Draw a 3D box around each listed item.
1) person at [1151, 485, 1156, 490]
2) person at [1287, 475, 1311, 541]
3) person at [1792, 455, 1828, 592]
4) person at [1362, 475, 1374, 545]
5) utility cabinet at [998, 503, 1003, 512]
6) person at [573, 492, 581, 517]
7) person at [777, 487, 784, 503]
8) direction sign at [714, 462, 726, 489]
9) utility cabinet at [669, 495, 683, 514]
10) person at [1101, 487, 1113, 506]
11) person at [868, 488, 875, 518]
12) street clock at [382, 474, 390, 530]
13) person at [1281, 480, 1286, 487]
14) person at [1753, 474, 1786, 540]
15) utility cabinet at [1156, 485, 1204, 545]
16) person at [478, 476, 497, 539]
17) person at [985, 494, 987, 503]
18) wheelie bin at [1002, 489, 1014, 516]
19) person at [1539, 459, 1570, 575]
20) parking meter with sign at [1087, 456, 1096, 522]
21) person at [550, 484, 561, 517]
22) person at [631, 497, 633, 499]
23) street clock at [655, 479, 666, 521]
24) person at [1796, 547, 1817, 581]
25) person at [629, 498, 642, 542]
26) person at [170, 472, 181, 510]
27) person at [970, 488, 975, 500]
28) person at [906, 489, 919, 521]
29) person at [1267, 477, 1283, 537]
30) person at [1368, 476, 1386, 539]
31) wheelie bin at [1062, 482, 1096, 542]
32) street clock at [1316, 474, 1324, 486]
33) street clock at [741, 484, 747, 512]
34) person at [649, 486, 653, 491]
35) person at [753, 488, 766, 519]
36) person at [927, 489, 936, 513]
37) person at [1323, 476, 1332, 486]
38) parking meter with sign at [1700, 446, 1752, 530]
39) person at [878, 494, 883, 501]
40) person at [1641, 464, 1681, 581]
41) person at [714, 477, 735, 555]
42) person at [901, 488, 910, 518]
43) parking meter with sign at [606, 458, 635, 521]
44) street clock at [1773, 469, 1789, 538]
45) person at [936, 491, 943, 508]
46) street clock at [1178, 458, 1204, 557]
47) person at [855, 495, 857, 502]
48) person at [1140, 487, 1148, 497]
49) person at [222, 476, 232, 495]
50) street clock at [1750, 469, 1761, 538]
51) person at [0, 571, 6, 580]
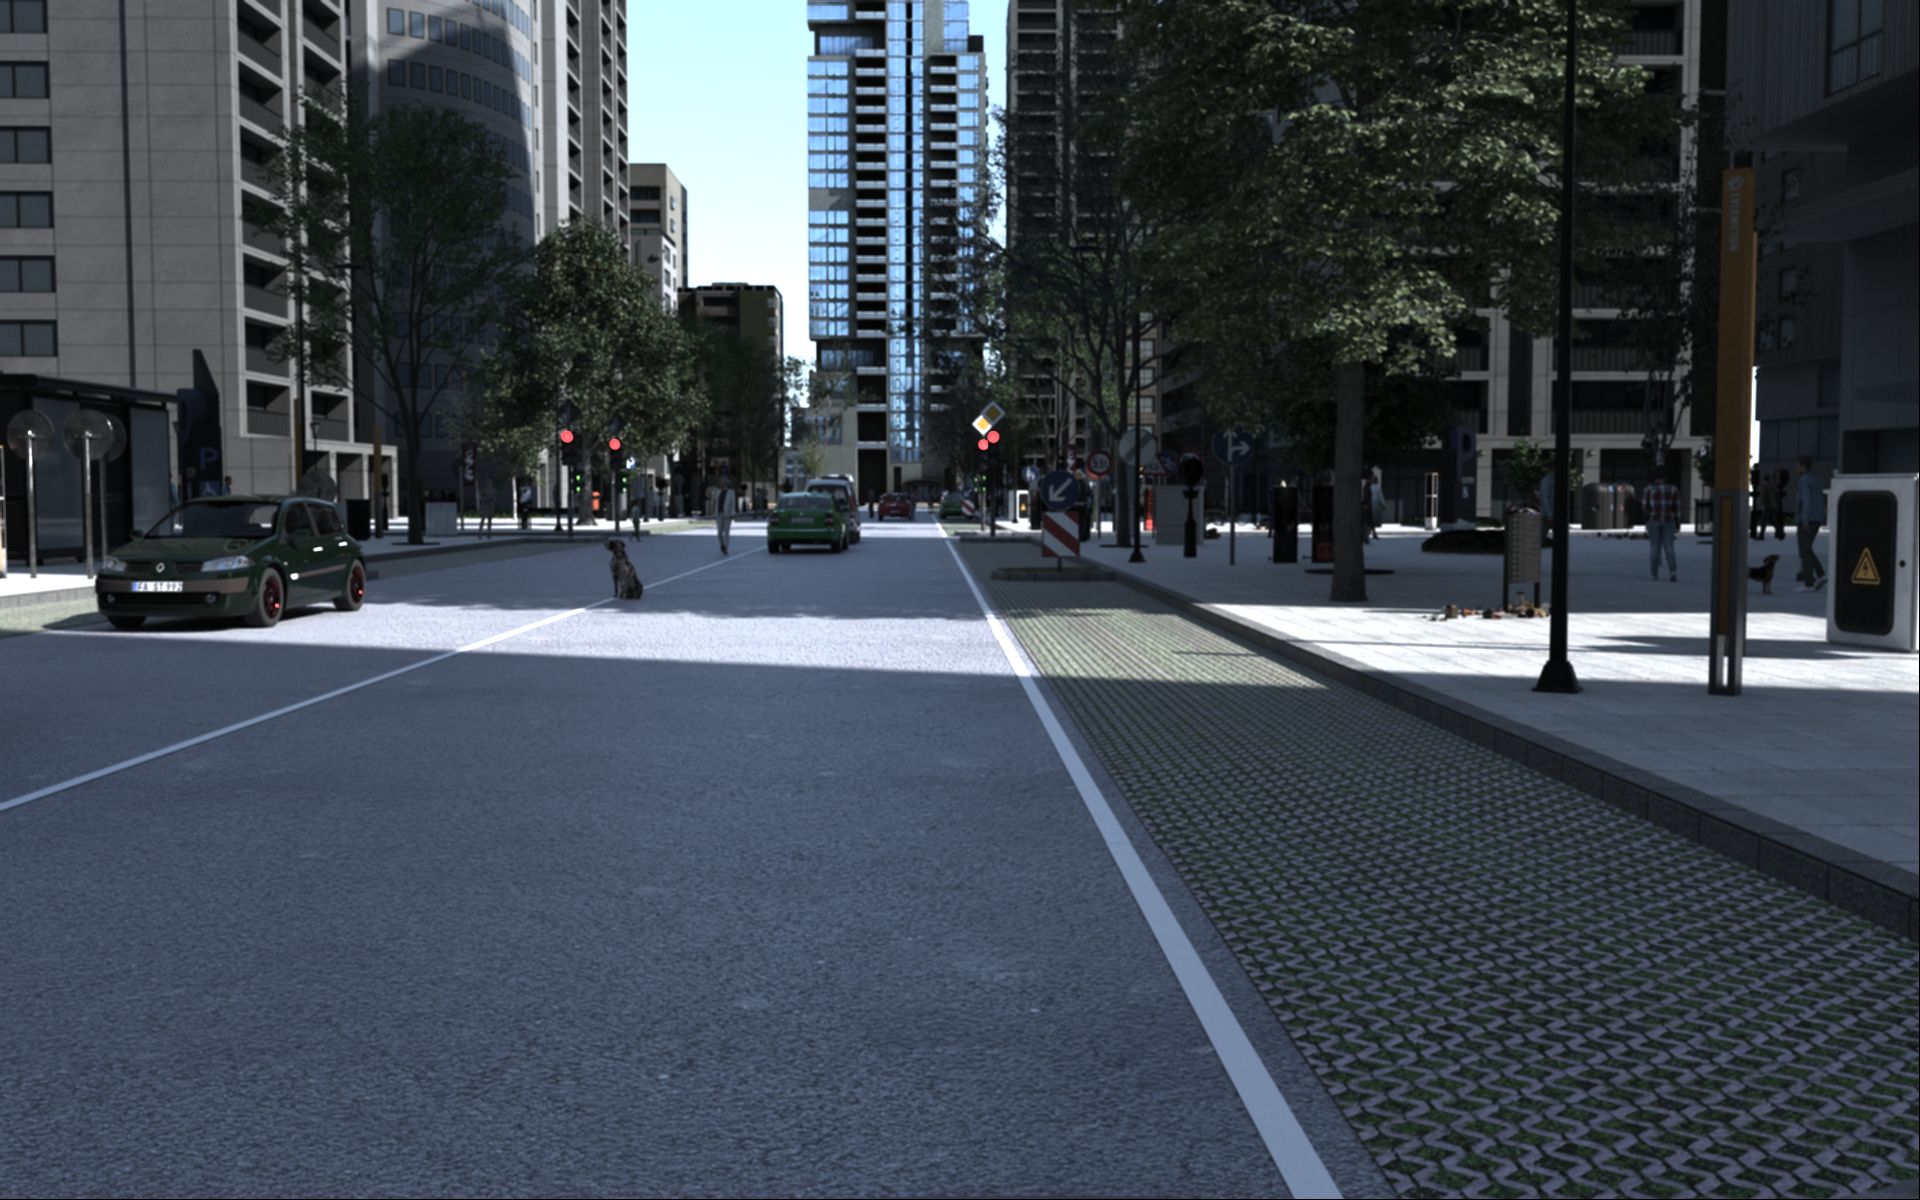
[{"bbox_3d":[9.390,-4.534,80.386,1.509,1.804,0.699,0,4,-1],"label":"person"},{"bbox_3d":[9.111,-2.511,47.222,0.853,1.813,0.709,3,4,37],"label":"person"},{"bbox_3d":[11.077,-0.989,22.553,0.601,1.785,0.444,-2,4,-33],"label":"person"},{"bbox_3d":[10.284,-2.325,44.274,0.699,1.804,1.509,3,4,37],"label":"person"},{"bbox_3d":[2.870,-7.105,127.331,1.020,1.237,0.306,3,5,43],"label":"utility cabinet"},{"bbox_3d":[-21.130,-5.413,95.557,0.522,1.701,0.512,0,4,4],"label":"person"},{"bbox_3d":[-9.190,-4.898,88.810,0.641,1.798,0.478,-2,4,-34],"label":"person"},{"bbox_3d":[-16.692,-7.869,120.649,0.876,3.537,0.379,1,4,12],"label":"direction sign"},{"bbox_3d":[-18.701,-6.291,114.013,0.306,1.237,1.020,3,5,40],"label":"utility cabinet"},{"bbox_3d":[11.694,-8.060,137.831,0.705,1.824,1.348,-3,5,-42],"label":"person"},{"bbox_3d":[-5.331,-5.810,103.677,0.473,1.802,0.592,1,4,8],"label":"person"},{"bbox_3d":[-20.296,-3.459,61.131,0.358,2.002,0.471,-1,4,-21],"label":"street clock"},{"bbox_3d":[12.074,-3.620,65.411,0.526,1.800,0.537,2,4,25],"label":"person"},{"bbox_3d":[22.434,-2.568,47.947,0.836,1.842,0.656,2,4,33],"label":"person"},{"bbox_3d":[5.548,-2.142,43.708,1.173,1.500,0.318,2,4,28],"label":"utility cabinet"},{"bbox_3d":[-13.471,-2.630,49.389,0.599,1.781,0.374,-2,4,-33],"label":"person"},{"bbox_3d":[3.072,-11.514,197.560,0.557,1.426,1.065,-3,4,-39],"label":"person"},{"bbox_3d":[2.888,-5.795,102.651,0.980,1.594,0.693,2,4,33],"label":"wheelie bin"},{"bbox_3d":[9.382,-1.328,27.617,0.638,1.841,0.748,-3,4,-36],"label":"person"},{"bbox_3d":[6.109,-5.112,79.848,0.543,3.016,1.738,0,4,2],"label":"parking meter with sign"},{"bbox_3d":[-22.672,-5.562,96.999,0.654,1.822,0.581,-1,4,-23],"label":"person"},{"bbox_3d":[-24.596,-7.580,130.187,1.509,1.804,0.699,-1,4,-11],"label":"person"},{"bbox_3d":[-14.069,-4.701,81.428,0.358,2.002,0.471,3,5,43],"label":"street clock"},{"bbox_3d":[12.450,-0.924,25.423,0.394,1.301,0.425,0,4,5],"label":"person"},{"bbox_3d":[-9.767,-2.405,52.077,0.306,1.304,0.590,2,4,33],"label":"person"},{"bbox_3d":[-18.968,-2.169,41.373,0.638,1.841,0.748,3,4,36],"label":"person"},{"bbox_3d":[1.078,-8.713,148.951,0.683,1.767,0.568,1,4,17],"label":"person"},{"bbox_3d":[-2.476,-4.970,90.596,0.643,1.720,0.563,1,4,9],"label":"person"},{"bbox_3d":[9.445,-2.780,51.672,0.721,1.800,0.419,-1,4,-14],"label":"person"},{"bbox_3d":[11.760,-2.628,49.236,0.641,1.798,0.478,-2,4,-31],"label":"person"},{"bbox_3d":[3.364,-2.496,48.714,0.693,1.594,0.980,3,5,42],"label":"wheelie bin"},{"bbox_3d":[13.081,-3.571,62.964,0.358,2.002,0.471,1,4,19],"label":"street clock"},{"bbox_3d":[-15.032,-7.097,120.604,0.358,2.002,0.471,3,4,36],"label":"street clock"},{"bbox_3d":[-21.531,-6.970,120.024,0.620,1.820,0.660,-3,5,-41],"label":"person"},{"bbox_3d":[-11.473,-5.516,98.962,0.850,1.792,0.678,-2,4,-31],"label":"person"},{"bbox_3d":[-2.092,-7.330,128.697,0.532,1.782,0.716,-2,4,-35],"label":"person"},{"bbox_3d":[10.723,-2.726,50.703,0.778,1.811,0.616,0,4,-5],"label":"person"},{"bbox_3d":[27.607,-4.046,62.407,1.738,3.016,0.543,0,4,-2],"label":"parking meter with sign"},{"bbox_3d":[-8.522,-10.721,187.016,0.697,1.427,0.421,1,4,13],"label":"person"},{"bbox_3d":[10.379,-1.148,25.643,0.563,1.720,0.643,1,4,17],"label":"person"},{"bbox_3d":[-5.602,-2.012,41.275,0.514,1.842,0.818,0,4,-3],"label":"person"},{"bbox_3d":[-3.241,-5.708,102.014,0.721,1.800,0.419,-2,4,-26],"label":"person"},{"bbox_3d":[-16.213,-5.268,82.398,1.738,3.016,0.543,3,5,41],"label":"parking meter with sign"},{"bbox_3d":[23.772,-2.790,50.184,0.358,2.002,0.471,0,4,-5],"label":"street clock"},{"bbox_3d":[-2.074,-10.302,177.721,0.721,1.735,1.217,3,5,42],"label":"person"},{"bbox_3d":[4.671,-1.867,35.091,0.471,2.002,0.358,-2,4,-25],"label":"street clock"},{"bbox_3d":[-7.905,-7.216,126.350,0.638,1.841,0.748,2,4,35],"label":"person"},{"bbox_3d":[16.116,-8.794,149.464,1.348,1.869,0.705,0,4,-2],"label":"person"},{"bbox_3d":[-20.592,-2.576,48.500,0.444,1.785,0.601,0,4,-2],"label":"person"},{"bbox_3d":[23.129,-2.805,50.429,0.358,2.002,0.471,1,4,22],"label":"street clock"},{"bbox_3d":[-13.966,-1.116,24.708,0.534,1.772,0.576,-3,4,-37],"label":"person"}]
